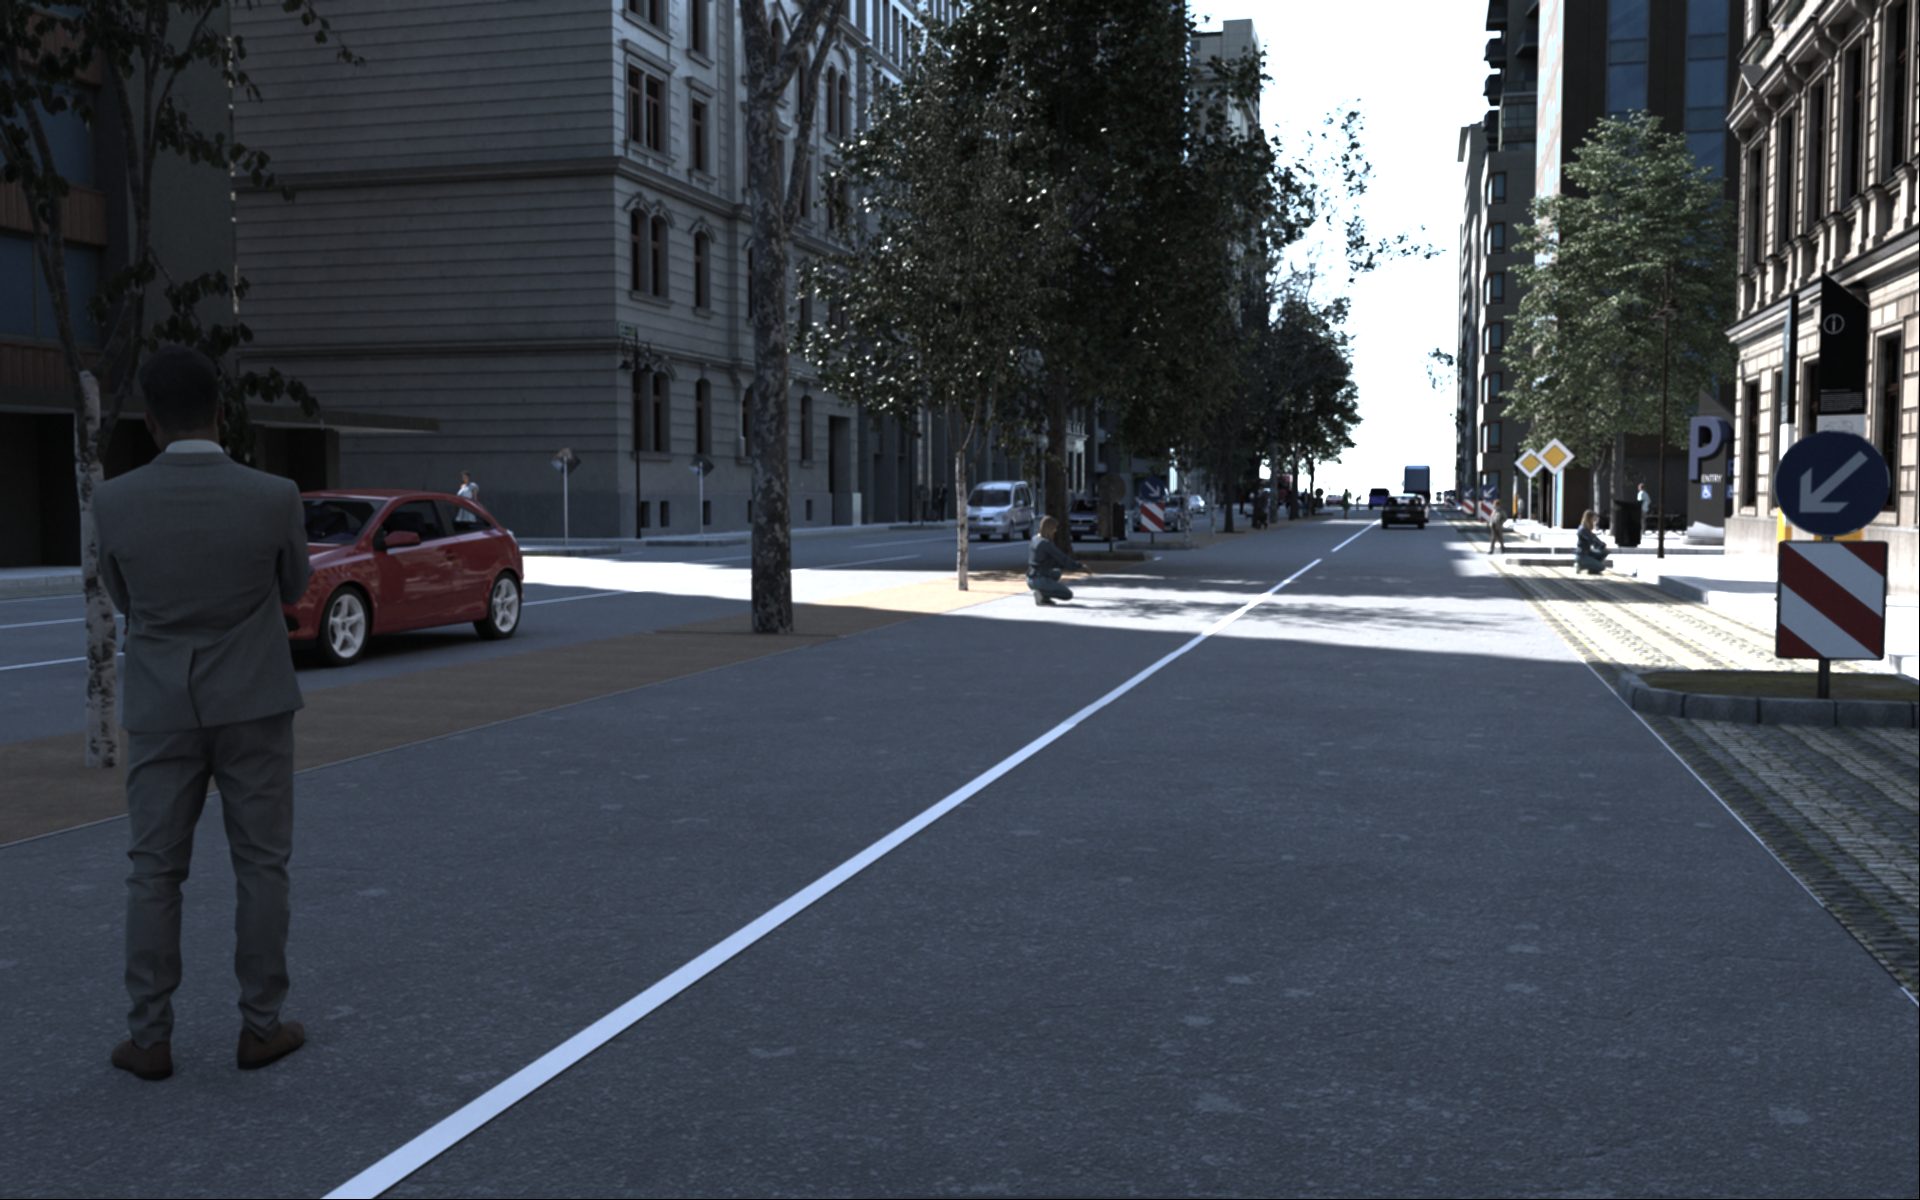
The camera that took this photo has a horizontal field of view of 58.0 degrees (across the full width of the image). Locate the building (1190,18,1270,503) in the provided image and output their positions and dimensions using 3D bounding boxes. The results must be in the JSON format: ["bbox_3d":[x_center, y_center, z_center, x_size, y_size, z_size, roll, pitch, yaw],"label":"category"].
[{"bbox_3d":[37.705,-50.732,267.722,20.563,71.187,20.611,1,4,15],"label":"building"}]

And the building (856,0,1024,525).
[{"bbox_3d":[-5.301,-18.959,87.477,11.434,29.767,29.804,1,4,15],"label":"building"}]

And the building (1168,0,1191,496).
[{"bbox_3d":[12.145,-52.598,172.640,22.319,86.520,31.000,1,4,15],"label":"building"}]

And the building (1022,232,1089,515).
[{"bbox_3d":[1.301,-16.887,112.258,11.583,22.565,21.152,1,4,15],"label":"building"}]

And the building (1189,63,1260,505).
[{"bbox_3d":[21.660,-38.536,219.302,28.713,52.752,27.495,1,4,15],"label":"building"}]

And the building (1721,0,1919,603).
[{"bbox_3d":[17.047,-9.692,23.085,10.561,19.102,19.286,1,4,15],"label":"building"}]

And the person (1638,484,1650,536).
[{"bbox_3d":[20.785,-2.748,52.776,0.589,1.601,0.330,-2,4,-31],"label":"person"}]

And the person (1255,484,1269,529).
[{"bbox_3d":[12.205,-3.755,69.864,0.822,1.834,0.622,-2,4,-30],"label":"person"}]

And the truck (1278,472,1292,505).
[{"bbox_3d":[40.780,-14.001,217.836,2.839,4.237,11.283,1,4,15],"label":"truck"}]

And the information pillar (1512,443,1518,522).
[{"bbox_3d":[25.401,-5.372,79.184,0.183,3.616,0.504,1,4,9],"label":"information pillar"}]

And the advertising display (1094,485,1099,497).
[{"bbox_3d":[9.256,-6.841,117.069,0.123,1.923,0.974,2,4,24],"label":"advertising display"}]

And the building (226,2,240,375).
[{"bbox_3d":[-50.269,-17.812,67.645,44.131,29.872,17.030,1,4,15],"label":"building"}]

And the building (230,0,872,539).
[{"bbox_3d":[-12.918,-16.748,61.224,14.401,28.519,23.554,1,4,15],"label":"building"}]

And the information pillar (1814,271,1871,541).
[{"bbox_3d":[9.228,-1.640,18.162,0.183,3.616,0.504,-3,5,-44],"label":"information pillar"}]

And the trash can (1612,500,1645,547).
[{"bbox_3d":[16.124,-1.844,41.797,0.748,1.137,0.748,0,3,0],"label":"trash can"}]

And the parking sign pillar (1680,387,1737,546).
[{"bbox_3d":[18.799,-3.347,43.199,1.447,3.967,1.447,-1,4,-18],"label":"parking sign pillar"}]

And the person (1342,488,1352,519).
[{"bbox_3d":[21.991,-5.502,98.710,0.600,1.795,0.529,3,4,39],"label":"person"}]

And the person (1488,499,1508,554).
[{"bbox_3d":[12.835,-1.744,41.295,0.475,1.303,0.640,3,5,43],"label":"person"}]

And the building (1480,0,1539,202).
[{"bbox_3d":[54.594,-29.866,142.938,22.147,44.769,28.867,1,4,15],"label":"building"}]

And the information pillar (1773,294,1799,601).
[{"bbox_3d":[9.857,-1.791,20.632,0.183,3.616,0.504,1,4,16],"label":"information pillar"}]

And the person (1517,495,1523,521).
[{"bbox_3d":[26.423,-4.343,81.739,0.352,1.250,0.332,3,4,37],"label":"person"}]

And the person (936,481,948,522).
[{"bbox_3d":[-0.859,-4.606,80.708,0.648,1.900,0.474,-1,4,-13],"label":"person"}]

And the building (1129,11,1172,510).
[{"bbox_3d":[5.899,-32.085,148.294,21.300,48.544,21.600,1,4,15],"label":"building"}]

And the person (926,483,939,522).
[{"bbox_3d":[-1.245,-4.462,79.212,0.699,1.804,1.509,1,4,21],"label":"person"}]

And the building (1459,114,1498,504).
[{"bbox_3d":[73.760,-36.177,215.194,21.300,48.544,21.600,1,4,15],"label":"building"}]

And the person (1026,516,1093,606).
[{"bbox_3d":[1.172,-0.521,22.509,0.738,1.151,1.012,-1,4,-23],"label":"person"}]

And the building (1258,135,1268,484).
[{"bbox_3d":[28.939,-40.155,245.767,28.713,52.752,27.495,1,4,15],"label":"building"}]

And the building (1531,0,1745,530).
[{"bbox_3d":[29.936,-25.458,66.353,14.600,45.320,14.200,1,4,15],"label":"building"}]

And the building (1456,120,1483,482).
[{"bbox_3d":[82.989,-39.680,238.000,28.713,52.752,27.495,1,4,15],"label":"building"}]

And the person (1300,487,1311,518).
[{"bbox_3d":[20.353,-5.703,101.735,0.794,1.824,0.713,1,4,12],"label":"person"}]

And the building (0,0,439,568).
[{"bbox_3d":[-28.621,-23.071,31.833,28.867,44.769,22.147,1,4,15],"label":"building"}]

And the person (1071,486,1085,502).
[{"bbox_3d":[5.238,-4.147,76.582,0.678,1.792,0.850,0,4,4],"label":"person"}]

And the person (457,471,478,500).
[{"bbox_3d":[-11.604,-2.120,40.798,0.616,1.811,0.778,2,4,32],"label":"person"}]

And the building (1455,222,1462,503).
[{"bbox_3d":[81.869,-35.261,260.114,14.154,41.232,14.086,1,4,15],"label":"building"}]

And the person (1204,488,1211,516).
[{"bbox_3d":[16.064,-6.312,111.576,0.514,1.842,0.818,-3,5,-42],"label":"person"}]

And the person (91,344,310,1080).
[{"bbox_3d":[-1.919,0.261,4.414,0.511,1.800,0.466,-2,4,-31],"label":"person"}]

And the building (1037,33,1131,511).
[{"bbox_3d":[4.894,-27.325,130.360,14.154,41.232,14.086,1,4,15],"label":"building"}]

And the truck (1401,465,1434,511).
[{"bbox_3d":[40.267,-9.976,152.868,2.967,4.110,18.799,1,4,15],"label":"truck"}]

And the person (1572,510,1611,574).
[{"bbox_3d":[11.310,-1.027,30.785,0.738,1.151,1.012,2,4,33],"label":"person"}]

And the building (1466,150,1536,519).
[{"bbox_3d":[43.660,-15.483,98.185,27.650,21.520,28.899,1,4,15],"label":"building"}]

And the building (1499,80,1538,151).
[{"bbox_3d":[45.349,-21.495,123.147,14.160,30.474,14.107,1,4,15],"label":"building"}]

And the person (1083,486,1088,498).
[{"bbox_3d":[8.319,-6.655,114.970,0.853,1.813,0.709,-1,4,-15],"label":"person"}]
